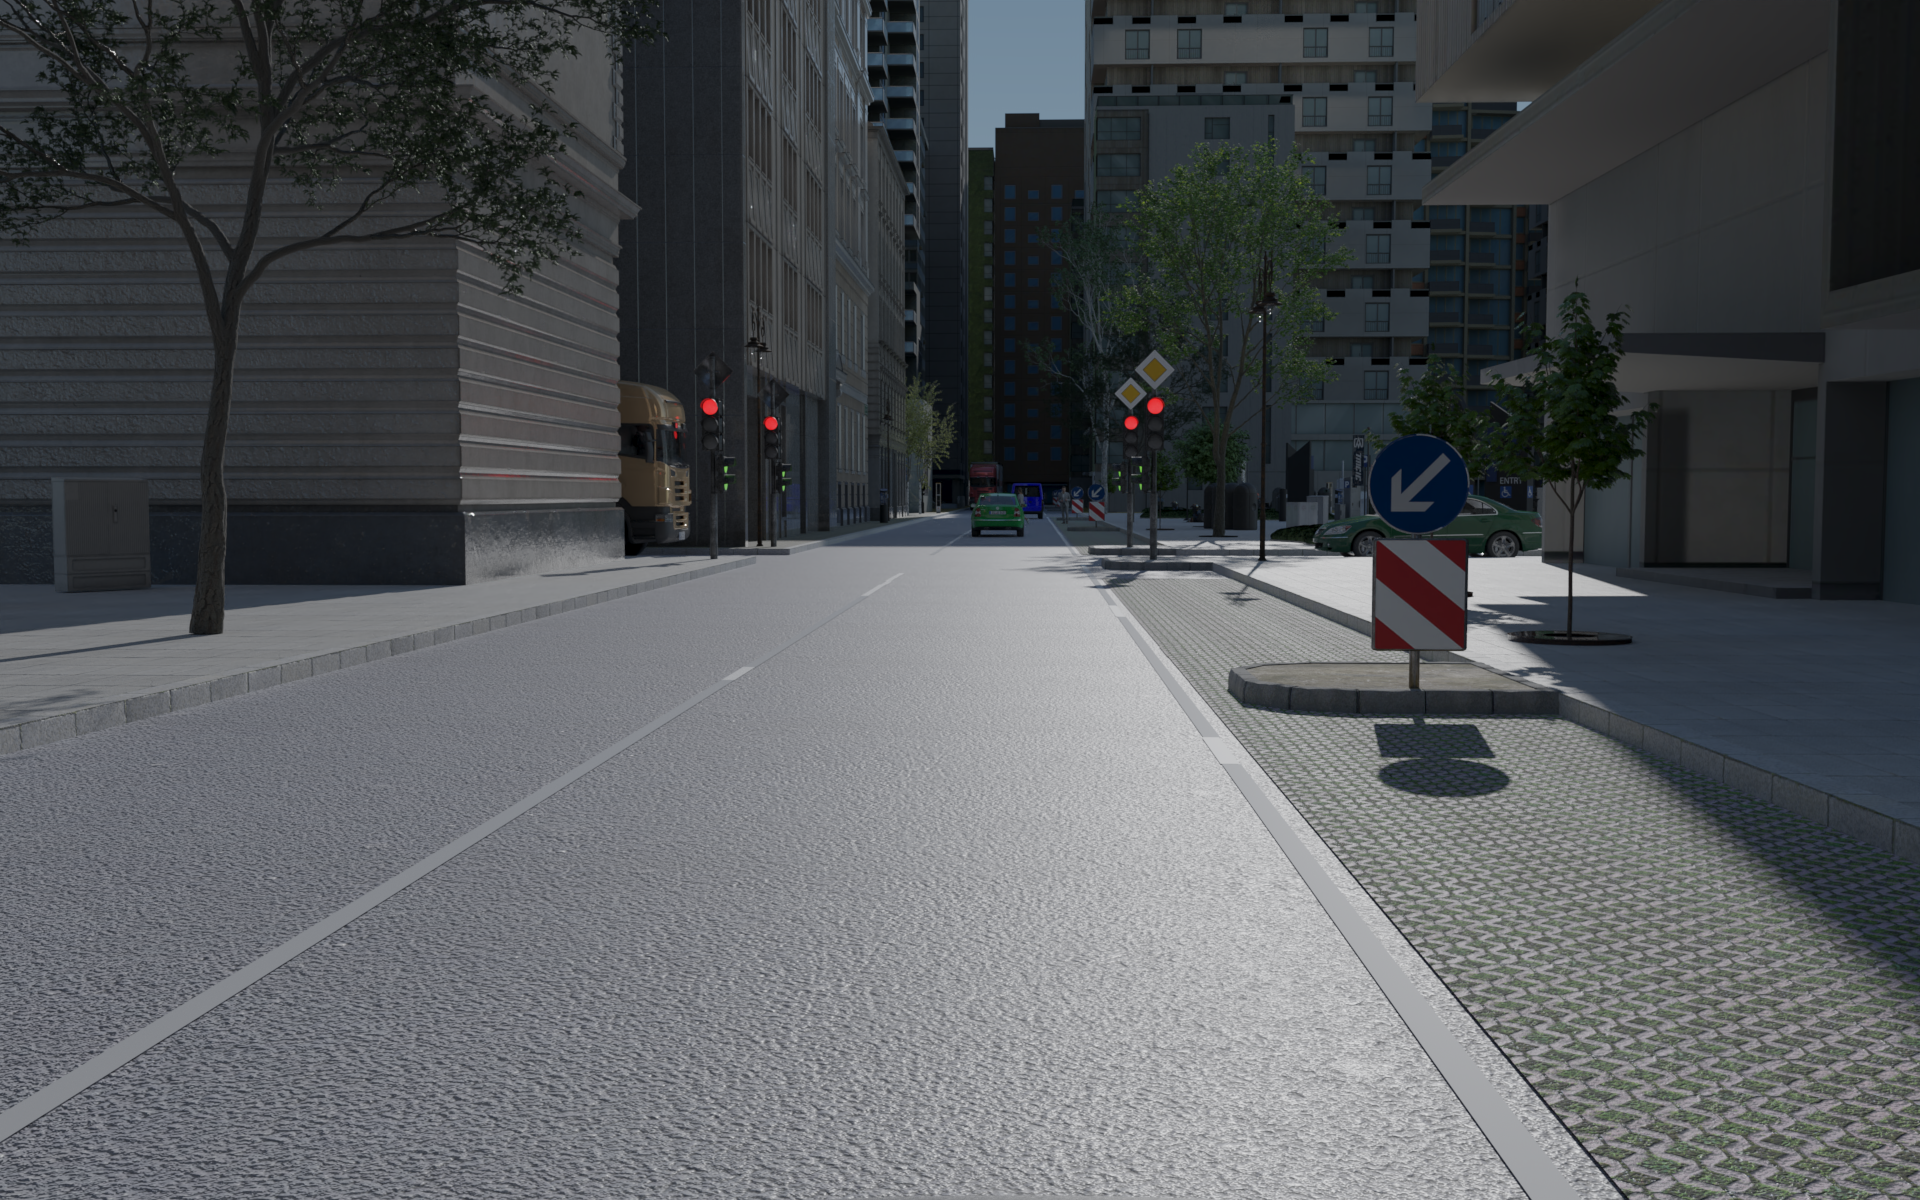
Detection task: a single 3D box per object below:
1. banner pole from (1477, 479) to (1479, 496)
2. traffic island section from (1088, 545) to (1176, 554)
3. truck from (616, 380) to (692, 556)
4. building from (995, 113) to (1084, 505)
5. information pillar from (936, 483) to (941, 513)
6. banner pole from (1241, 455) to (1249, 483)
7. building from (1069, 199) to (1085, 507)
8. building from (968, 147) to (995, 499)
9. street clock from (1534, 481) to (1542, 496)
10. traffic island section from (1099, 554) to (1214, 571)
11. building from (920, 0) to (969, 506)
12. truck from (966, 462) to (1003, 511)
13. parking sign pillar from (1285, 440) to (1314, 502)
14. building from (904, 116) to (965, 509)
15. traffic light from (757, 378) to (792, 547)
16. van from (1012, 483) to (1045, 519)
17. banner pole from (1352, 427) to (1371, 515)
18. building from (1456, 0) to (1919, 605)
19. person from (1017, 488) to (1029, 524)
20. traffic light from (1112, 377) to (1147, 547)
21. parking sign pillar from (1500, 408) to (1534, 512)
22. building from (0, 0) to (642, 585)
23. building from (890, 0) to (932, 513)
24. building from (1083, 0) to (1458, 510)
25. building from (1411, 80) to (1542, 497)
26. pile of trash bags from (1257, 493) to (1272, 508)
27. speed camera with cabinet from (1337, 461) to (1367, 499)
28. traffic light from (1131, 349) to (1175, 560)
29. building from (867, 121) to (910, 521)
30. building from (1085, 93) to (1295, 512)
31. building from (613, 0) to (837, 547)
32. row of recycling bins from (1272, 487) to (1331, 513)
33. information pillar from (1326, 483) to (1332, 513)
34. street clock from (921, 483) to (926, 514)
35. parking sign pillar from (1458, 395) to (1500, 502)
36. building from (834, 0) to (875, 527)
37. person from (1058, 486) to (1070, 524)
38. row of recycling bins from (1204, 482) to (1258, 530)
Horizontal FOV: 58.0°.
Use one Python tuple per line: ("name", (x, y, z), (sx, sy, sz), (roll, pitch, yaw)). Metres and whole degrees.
("banner pole", (30.502, -6.845, 101.940), (0.401, 3.779, 0.863), (1, 4, 17))
("traffic island section", (4.125, -1.197, 41.851), (2.009, 0.180, 2.903), (0, 4, 2))
("truck", (-10.955, -2.984, 37.702), (11.283, 4.237, 2.839), (0, 4, 4))
("building", (11.406, -34.048, 206.796), (14.200, 45.320, 14.600), (0, 4, 2))
("information pillar", (-1.446, -6.805, 115.758), (0.304, 2.012, 0.304), (0, 4, -4))
("banner pole", (17.763, -7.207, 107.853), (0.863, 3.779, 0.401), (-3, 5, -44))
("building", (17.842, -24.434, 171.193), (14.160, 30.474, 14.107), (0, 4, 2))
("building", (-2.728, -32.039, 207.430), (14.086, 41.232, 14.154), (0, 4, 2))
("street clock", (23.469, -4.017, 70.251), (0.358, 2.002, 0.471), (2, 4, 34))
("traffic island section", (3.802, -0.709, 33.872), (2.009, 0.180, 2.903), (0, 4, 2))
("building", (-9.722, -45.484, 181.918), (20.611, 71.187, 20.563), (0, 4, 2))
("truck", (2.295, -10.077, 153.668), (2.839, 4.237, 11.283), (0, 4, 4))
("parking sign pillar", (17.760, -6.283, 91.203), (1.447, 3.967, 1.447), (-2, 4, -33))
("building", (-15.881, -28.649, 160.298), (32.217, 40.220, 23.993), (0, 4, 2))
("traffic light", (-4.520, -3.251, 42.068), (0.839, 4.253, 0.868), (0, 4, 2))
("van", (3.877, -5.901, 100.867), (2.240, 2.365, 5.245), (0, 4, 2))
("banner pole", (14.959, -4.550, 64.413), (0.863, 3.779, 0.401), (-1, 4, -11))
("building", (21.442, -26.231, 18.118), (28.713, 52.752, 27.495), (0, 4, 2))
("person", (2.836, -4.363, 80.592), (0.760, 1.731, 0.466), (0, 4, -5))
("traffic light", (4.085, -3.230, 41.738), (0.839, 4.253, 0.868), (0, 4, 2))
("parking sign pillar", (15.889, -3.770, 50.116), (1.447, 3.967, 1.447), (3, 5, 42))
("building", (-15.980, -12.225, 28.750), (19.941, 23.489, 11.050), (0, 4, 2))
("building", (-13.010, -50.069, 131.301), (22.319, 86.520, 31.000), (0, 4, 2))
("building", (24.469, -34.219, 148.712), (28.713, 52.752, 27.495), (0, 4, 2))
("building", (43.555, -32.112, 179.662), (28.867, 44.769, 22.147), (0, 4, 2))
("pile of trash bags", (20.124, -6.331, 113.268), (1.912, 1.369, 3.447), (-2, 4, -28))
("speed camera with cabinet", (23.350, -6.617, 102.524), (2.038, 3.252, 0.660), (1, 4, 12))
("traffic light", (3.763, -2.742, 33.760), (0.839, 4.253, 0.868), (0, 4, 2))
("building", (-8.105, -14.788, 90.930), (9.793, 20.994, 18.267), (0, 4, 2))
("building", (16.879, -21.848, 128.919), (14.160, 30.474, 14.107), (0, 4, 2))
("building", (-10.795, -14.271, 51.348), (12.078, 24.808, 19.932), (0, 4, 2))
("row of recycling bins", (20.744, -6.003, 105.258), (3.534, 1.692, 1.069), (1, 4, 15))
("information pillar", (23.743, -6.542, 111.460), (0.304, 2.012, 0.304), (-1, 4, -19))
("street clock", (-2.476, -6.702, 114.145), (0.471, 2.002, 0.358), (-3, 5, -45))
("parking sign pillar", (12.932, -3.451, 44.898), (1.447, 3.967, 1.447), (0, 4, -2))
("building", (-10.840, -17.451, 71.234), (13.634, 28.700, 20.117), (0, 4, 2))
("person", (4.998, -4.562, 83.294), (0.606, 1.804, 0.583), (1, 4, 10))
("row of recycling bins", (9.782, -3.412, 62.902), (1.069, 1.692, 3.534), (-1, 4, -14))
